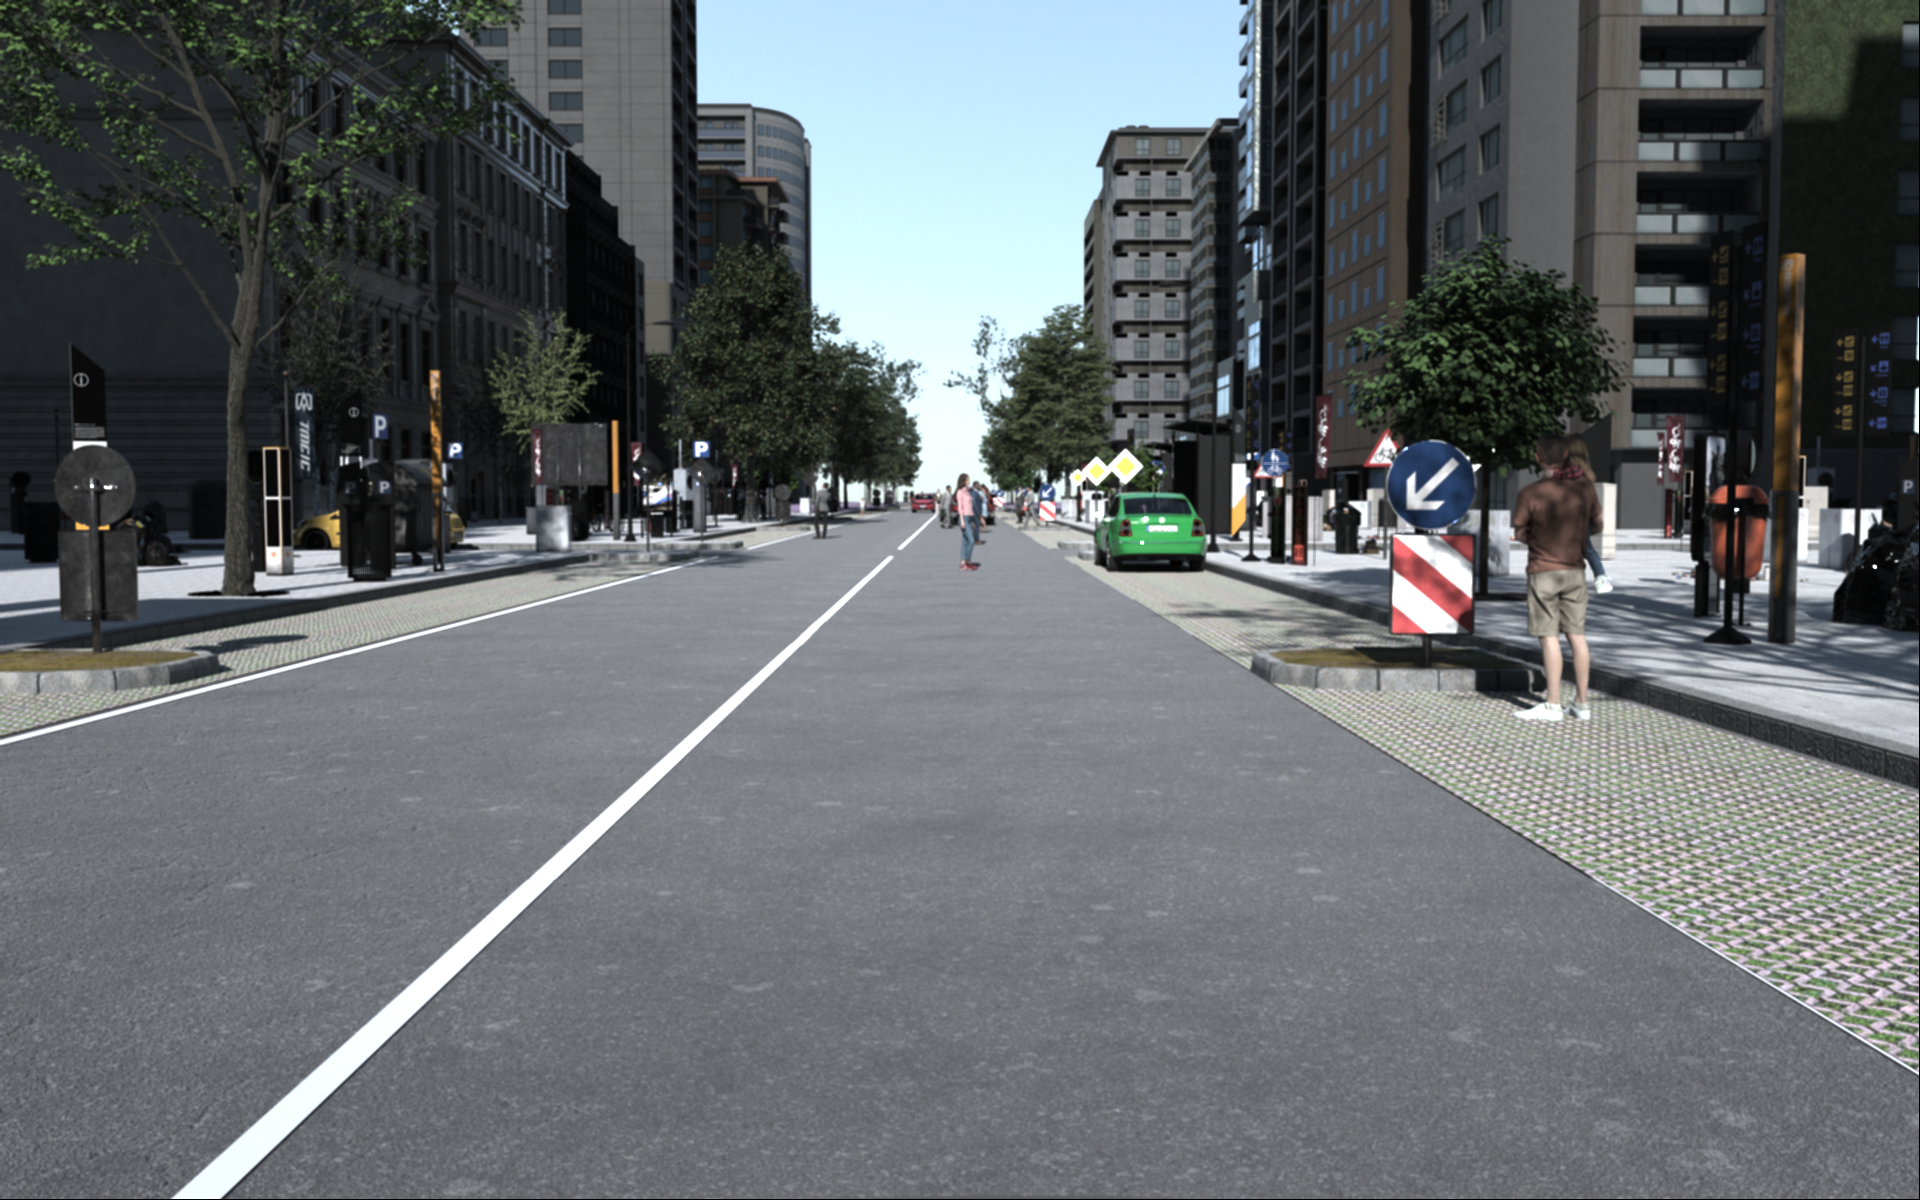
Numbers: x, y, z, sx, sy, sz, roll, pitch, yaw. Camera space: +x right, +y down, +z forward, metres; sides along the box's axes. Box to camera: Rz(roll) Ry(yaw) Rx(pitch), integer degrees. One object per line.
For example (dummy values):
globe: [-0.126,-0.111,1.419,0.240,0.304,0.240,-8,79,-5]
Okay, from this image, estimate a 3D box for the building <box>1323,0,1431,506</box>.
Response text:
building: [26.394,-26.597,84.980,14.600,45.320,14.200,0,3,0]

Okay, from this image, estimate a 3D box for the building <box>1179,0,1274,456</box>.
building: [31.210,-50.669,141.101,22.319,86.520,31.000,0,3,0]

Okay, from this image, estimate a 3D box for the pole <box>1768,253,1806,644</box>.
pole: [7.079,-1.283,14.828,0.158,3.312,0.155,0,3,0]

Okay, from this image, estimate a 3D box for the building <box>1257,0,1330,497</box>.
building: [29.704,-41.058,109.550,20.563,71.187,20.611,0,3,0]

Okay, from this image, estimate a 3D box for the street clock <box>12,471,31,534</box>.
street clock: [-29.857,-3.094,55.149,0.471,2.002,0.358,0,4,2]

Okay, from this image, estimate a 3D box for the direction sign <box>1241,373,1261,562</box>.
direction sign: [5.567,-2.508,33.005,0.379,3.537,0.876,0,4,-6]

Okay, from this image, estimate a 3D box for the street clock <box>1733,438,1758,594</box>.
street clock: [10.081,-1.086,22.325,0.358,2.002,0.471,3,5,41]

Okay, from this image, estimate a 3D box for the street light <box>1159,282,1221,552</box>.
street light: [5.041,-4.005,38.023,1.470,5.913,1.316,0,3,0]

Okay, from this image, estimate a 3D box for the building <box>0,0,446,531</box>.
building: [-29.032,-14.281,69.652,11.583,22.565,21.152,0,3,0]

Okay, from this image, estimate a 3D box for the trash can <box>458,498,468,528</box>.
trash can: [-18.177,-3.125,62.748,0.748,1.137,0.748,0,3,0]

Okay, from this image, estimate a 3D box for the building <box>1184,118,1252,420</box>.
building: [35.850,-29.304,170.996,32.217,40.220,23.993,0,3,0]

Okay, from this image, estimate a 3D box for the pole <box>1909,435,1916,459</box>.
pole: [32.878,-4.036,59.835,0.158,3.312,0.155,0,3,0]

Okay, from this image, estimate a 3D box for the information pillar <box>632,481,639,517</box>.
information pillar: [-18.144,-5.648,96.838,0.304,2.012,0.304,0,4,-2]

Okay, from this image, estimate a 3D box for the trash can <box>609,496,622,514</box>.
trash can: [-20.568,-5.615,103.460,0.748,1.137,0.748,0,3,0]

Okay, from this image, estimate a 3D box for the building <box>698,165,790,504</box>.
building: [-34.635,-35.377,233.039,22.147,44.769,28.867,0,3,0]

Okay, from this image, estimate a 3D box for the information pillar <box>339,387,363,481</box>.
information pillar: [-13.304,-2.848,37.927,0.504,3.616,0.183,0,4,2]

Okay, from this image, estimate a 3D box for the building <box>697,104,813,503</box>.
building: [-34.054,-44.020,261.724,21.231,58.520,28.212,0,3,0]

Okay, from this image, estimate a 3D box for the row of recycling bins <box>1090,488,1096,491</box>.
row of recycling bins: [8.158,-5.804,102.013,1.069,1.692,3.534,0,4,-1]

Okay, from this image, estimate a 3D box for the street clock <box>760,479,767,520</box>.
street clock: [-9.664,-4.934,85.235,0.358,2.002,0.471,1,4,16]

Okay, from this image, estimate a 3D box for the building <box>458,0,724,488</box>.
building: [-32.772,-44.078,158.925,20.563,71.187,20.611,0,3,0]

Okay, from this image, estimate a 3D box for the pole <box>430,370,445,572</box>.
pole: [-8.649,-2.129,28.649,0.158,3.312,0.155,0,3,0]

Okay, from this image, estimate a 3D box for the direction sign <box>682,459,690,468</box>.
direction sign: [-13.644,-5.746,85.949,0.379,3.537,0.876,-3,4,-39]

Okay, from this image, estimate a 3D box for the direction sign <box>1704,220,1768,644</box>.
direction sign: [6.630,-1.398,14.854,0.379,3.537,0.876,0,4,-5]

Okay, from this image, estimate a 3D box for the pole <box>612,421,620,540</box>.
pole: [-9.548,-3.318,48.093,0.158,3.312,0.155,0,3,0]

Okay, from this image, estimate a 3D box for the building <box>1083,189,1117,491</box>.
building: [30.588,-39.479,269.181,21.300,48.544,21.600,0,3,0]

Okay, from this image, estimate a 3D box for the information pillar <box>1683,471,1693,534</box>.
information pillar: [23.324,-3.106,55.276,0.304,2.012,0.304,-2,4,-27]

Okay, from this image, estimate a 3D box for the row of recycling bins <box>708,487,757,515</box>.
row of recycling bins: [-14.529,-6.367,111.217,3.534,1.692,1.069,-3,5,-39]

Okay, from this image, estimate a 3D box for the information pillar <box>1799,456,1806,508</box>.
information pillar: [16.068,-1.769,33.416,0.304,2.012,0.304,0,4,-6]

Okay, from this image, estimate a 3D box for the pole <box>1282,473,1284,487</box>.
pole: [19.242,-6.699,103.378,0.158,3.312,0.155,0,3,0]

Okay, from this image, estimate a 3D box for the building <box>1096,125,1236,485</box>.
building: [34.466,-40.070,244.390,28.713,52.752,27.495,0,3,0]

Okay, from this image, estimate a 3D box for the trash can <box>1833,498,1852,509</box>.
trash can: [30.231,-2.927,59.516,0.748,1.137,0.748,0,3,0]

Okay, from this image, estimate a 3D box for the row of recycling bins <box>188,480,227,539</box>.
row of recycling bins: [-21.855,-2.679,50.917,1.069,1.692,3.534,-1,4,-11]

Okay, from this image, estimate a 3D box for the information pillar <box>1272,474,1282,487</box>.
information pillar: [15.516,-5.705,84.625,0.504,3.616,0.183,-1,4,-10]

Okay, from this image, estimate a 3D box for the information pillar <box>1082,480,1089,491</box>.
information pillar: [6.544,-5.252,90.357,0.304,2.012,0.304,2,4,25]

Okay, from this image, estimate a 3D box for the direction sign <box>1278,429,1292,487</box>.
direction sign: [11.368,-4.198,60.629,0.379,3.537,0.876,-1,4,-21]

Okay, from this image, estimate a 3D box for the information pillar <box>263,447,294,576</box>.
information pillar: [-10.719,-1.391,27.241,0.304,2.012,0.304,1,4,15]

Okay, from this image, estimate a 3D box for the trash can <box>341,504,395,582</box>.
trash can: [-8.679,-0.843,25.438,0.748,1.137,0.748,0,3,0]

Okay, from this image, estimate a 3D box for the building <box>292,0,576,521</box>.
building: [-29.348,-18.066,92.639,12.463,27.353,25.104,0,3,0]

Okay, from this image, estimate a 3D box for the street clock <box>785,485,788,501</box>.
street clock: [-9.701,-5.582,95.840,0.471,2.002,0.358,-1,4,-12]

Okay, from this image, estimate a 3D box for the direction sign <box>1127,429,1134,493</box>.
direction sign: [5.951,-4.184,60.410,0.379,3.537,0.876,0,4,-8]

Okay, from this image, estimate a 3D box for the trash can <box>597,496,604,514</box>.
trash can: [-21.854,-5.776,106.095,0.748,1.137,0.748,0,3,0]

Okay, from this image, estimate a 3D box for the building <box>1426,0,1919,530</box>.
building: [26.856,-23.435,66.760,14.086,41.232,14.154,0,3,0]

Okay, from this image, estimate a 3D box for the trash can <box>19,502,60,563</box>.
trash can: [-17.244,-1.278,32.541,0.748,1.137,0.748,0,3,0]

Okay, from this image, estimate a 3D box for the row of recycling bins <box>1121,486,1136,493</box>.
row of recycling bins: [8.594,-5.139,91.132,1.069,1.692,3.534,1,4,20]

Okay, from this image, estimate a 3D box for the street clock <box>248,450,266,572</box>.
street clock: [-11.549,-1.464,28.514,0.471,2.002,0.358,0,4,-2]

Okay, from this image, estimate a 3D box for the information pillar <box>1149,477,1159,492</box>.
information pillar: [6.602,-3.354,59.332,0.304,2.012,0.304,-3,5,-44]

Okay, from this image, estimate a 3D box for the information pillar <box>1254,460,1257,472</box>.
information pillar: [13.064,-5.275,77.593,0.504,3.616,0.183,2,4,25]

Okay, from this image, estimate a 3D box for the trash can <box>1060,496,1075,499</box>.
trash can: [6.891,-6.173,112.585,0.748,1.137,0.748,0,3,0]

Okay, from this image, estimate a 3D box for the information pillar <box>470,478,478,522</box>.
information pillar: [-22.262,-4.580,79.372,0.304,2.012,0.304,-1,4,-9]

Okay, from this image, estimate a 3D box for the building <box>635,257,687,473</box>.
building: [-37.398,-17.779,135.729,27.650,21.520,28.899,0,3,0]

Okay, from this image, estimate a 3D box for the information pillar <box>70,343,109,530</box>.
information pillar: [-13.633,-2.188,27.124,0.504,3.616,0.183,-2,4,-30]

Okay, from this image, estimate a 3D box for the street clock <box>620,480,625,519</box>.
street clock: [-17.524,-5.220,89.918,0.358,2.002,0.471,0,4,-3]

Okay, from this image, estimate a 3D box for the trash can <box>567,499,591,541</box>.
trash can: [-10.530,-2.199,47.611,0.748,1.137,0.748,0,3,0]

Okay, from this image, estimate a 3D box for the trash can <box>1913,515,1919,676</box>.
trash can: [6.709,0.012,11.450,0.748,1.137,0.748,0,3,0]

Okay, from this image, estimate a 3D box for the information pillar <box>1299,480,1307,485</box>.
information pillar: [17.884,-5.259,90.475,0.304,2.012,0.304,-1,4,-22]

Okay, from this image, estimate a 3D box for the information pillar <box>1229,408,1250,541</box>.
information pillar: [7.582,-3.411,47.130,0.504,3.616,0.183,-3,4,-38]

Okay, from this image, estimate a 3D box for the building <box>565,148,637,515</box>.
building: [-28.786,-17.340,113.191,12.332,23.373,15.834,0,3,0]

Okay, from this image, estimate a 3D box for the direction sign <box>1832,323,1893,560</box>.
direction sign: [12.172,-1.923,23.433,0.379,3.537,0.876,-1,4,-23]
